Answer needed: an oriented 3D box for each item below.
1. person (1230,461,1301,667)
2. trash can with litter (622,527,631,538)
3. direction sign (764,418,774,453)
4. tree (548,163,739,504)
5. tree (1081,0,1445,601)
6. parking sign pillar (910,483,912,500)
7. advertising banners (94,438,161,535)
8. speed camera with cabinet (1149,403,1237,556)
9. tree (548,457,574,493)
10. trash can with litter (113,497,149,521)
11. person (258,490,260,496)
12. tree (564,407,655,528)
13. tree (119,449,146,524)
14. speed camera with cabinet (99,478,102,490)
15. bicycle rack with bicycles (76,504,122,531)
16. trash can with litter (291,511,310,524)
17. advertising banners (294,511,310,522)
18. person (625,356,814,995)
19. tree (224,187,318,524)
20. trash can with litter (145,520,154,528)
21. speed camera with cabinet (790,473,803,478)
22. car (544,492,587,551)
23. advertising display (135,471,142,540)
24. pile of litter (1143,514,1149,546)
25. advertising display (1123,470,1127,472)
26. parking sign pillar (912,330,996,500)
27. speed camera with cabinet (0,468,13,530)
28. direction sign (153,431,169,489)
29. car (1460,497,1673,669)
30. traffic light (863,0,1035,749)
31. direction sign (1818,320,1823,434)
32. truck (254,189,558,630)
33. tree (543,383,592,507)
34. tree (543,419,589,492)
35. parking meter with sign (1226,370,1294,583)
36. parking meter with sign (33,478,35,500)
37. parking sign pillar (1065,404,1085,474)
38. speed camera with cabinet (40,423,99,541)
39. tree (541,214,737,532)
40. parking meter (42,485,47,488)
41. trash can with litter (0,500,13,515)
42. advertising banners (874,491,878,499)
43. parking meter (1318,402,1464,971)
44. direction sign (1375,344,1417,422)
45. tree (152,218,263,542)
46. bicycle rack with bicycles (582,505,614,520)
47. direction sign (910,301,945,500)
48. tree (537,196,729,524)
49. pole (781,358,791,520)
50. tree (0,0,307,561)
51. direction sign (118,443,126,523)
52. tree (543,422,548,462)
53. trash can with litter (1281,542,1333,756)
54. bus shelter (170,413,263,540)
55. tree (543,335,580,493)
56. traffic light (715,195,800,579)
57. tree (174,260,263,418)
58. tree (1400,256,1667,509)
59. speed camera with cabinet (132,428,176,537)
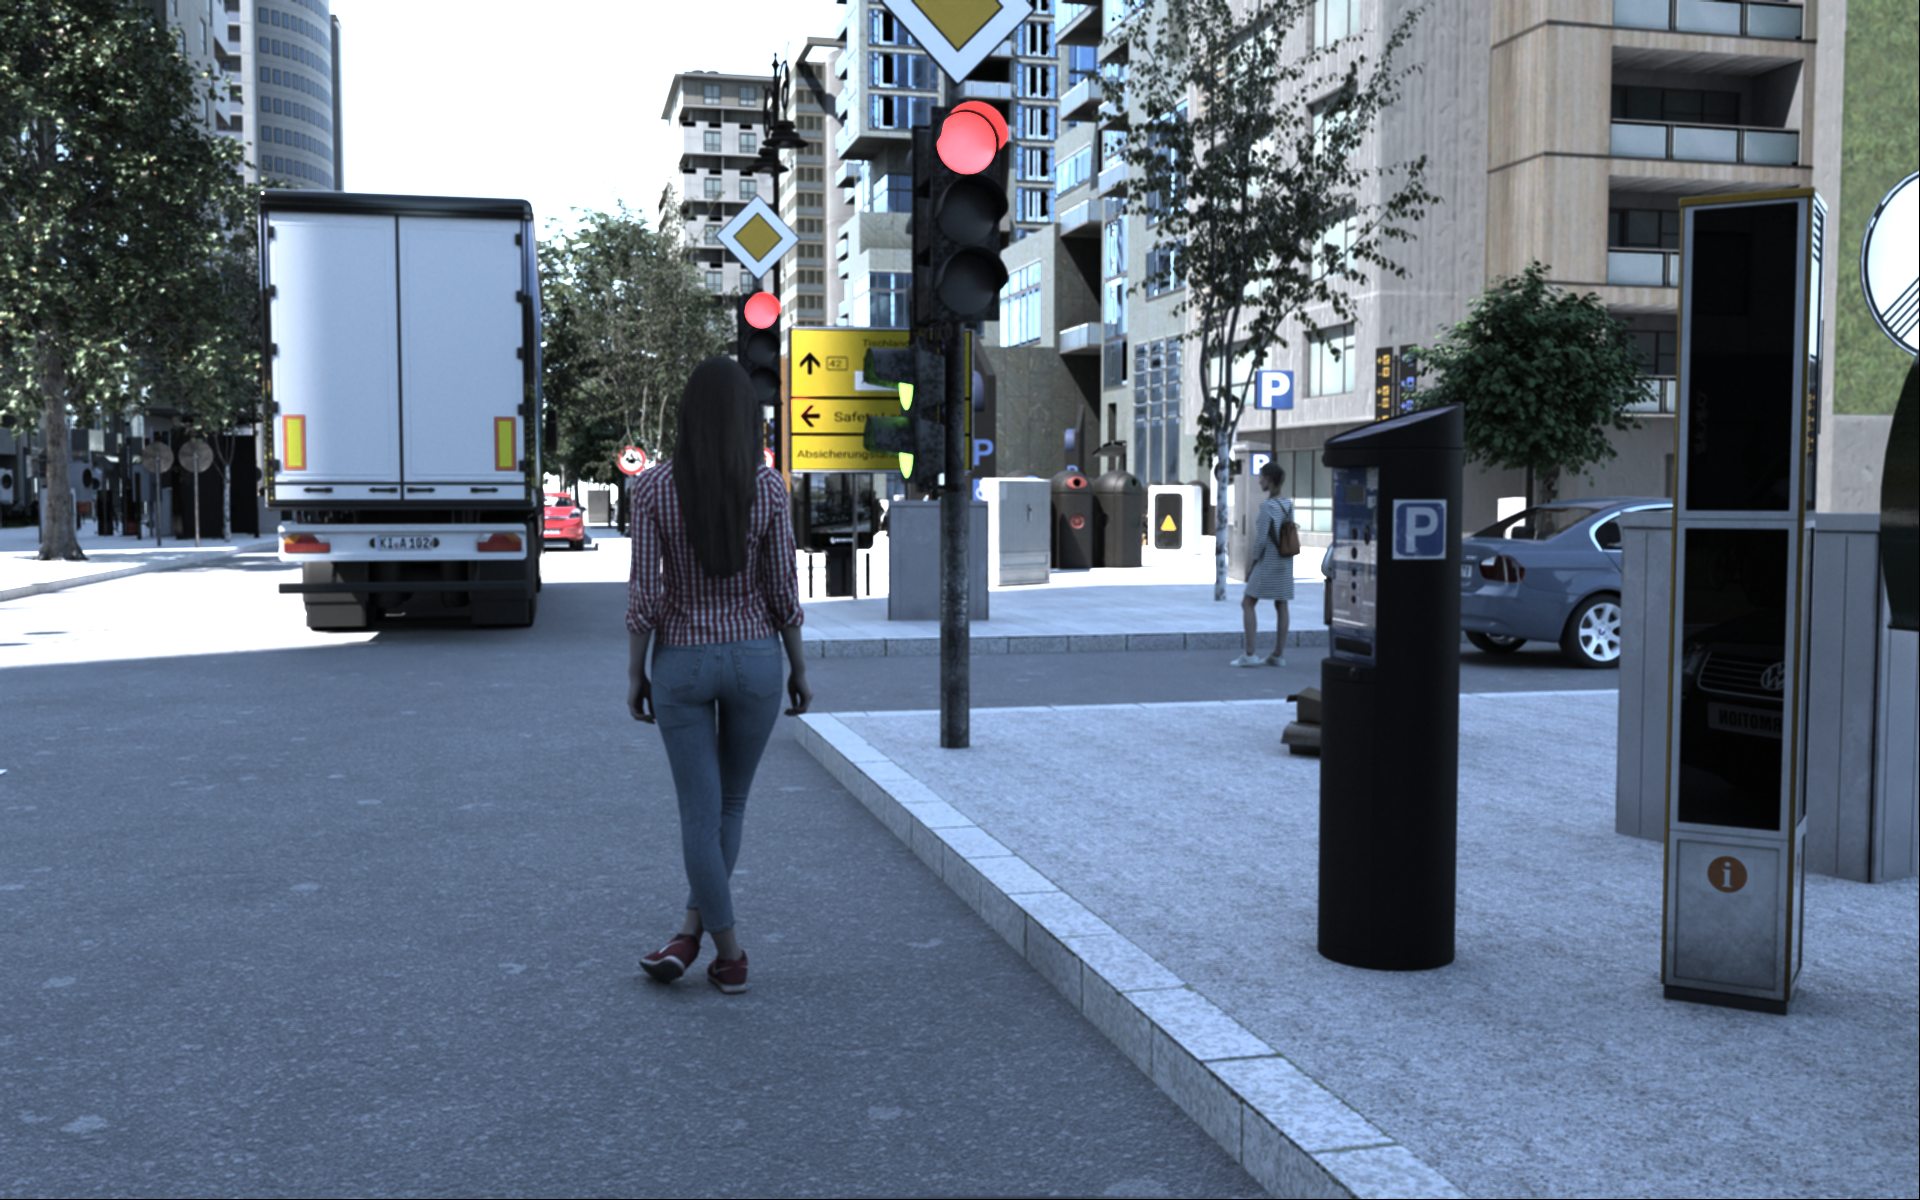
[{"bbox_3d":[2.596,-0.300,14.410,0.522,1.701,0.512,3,5,41],"label":"person"},{"bbox_3d":[-9.446,-2.443,51.322,1.055,1.170,0.624,-2,4,-32],"label":"trash can with litter"},{"bbox_3d":[-5.730,-3.664,51.899,0.379,3.537,0.876,-3,4,-37],"label":"direction sign"},{"bbox_3d":[-6.995,-5.433,39.189,4.360,8.622,3.978,0,3,0],"label":"tree"},{"bbox_3d":[3.375,-4.303,20.723,4.360,8.622,3.978,0,3,0],"label":"tree"},{"bbox_3d":[-1.411,-4.579,63.333,1.447,3.967,1.447,3,5,39],"label":"parking sign pillar"},{"bbox_3d":[-25.754,-3.514,53.640,2.074,3.025,0.090,0,4,-3],"label":"advertising banners"},{"bbox_3d":[4.942,-2.534,35.768,2.038,3.252,0.660,2,4,29],"label":"speed camera with cabinet"},{"bbox_3d":[-49.847,-16.299,216.850,4.737,8.622,4.395,0,3,0],"label":"tree"},{"bbox_3d":[-39.218,-4.321,81.714,2.233,1.210,1.678,2,4,23],"label":"trash can with litter"},{"bbox_3d":[-65.842,-9.426,162.625,0.705,1.823,1.348,-2,4,-30],"label":"person"},{"bbox_3d":[-13.266,-5.010,65.634,4.285,4.588,4.351,0,3,0],"label":"tree"},{"bbox_3d":[-35.329,-4.889,74.533,1.663,3.219,1.824,0,3,0],"label":"tree"},{"bbox_3d":[-39.166,-5.035,76.659,2.038,3.252,0.660,-3,5,-45],"label":"speed camera with cabinet"},{"bbox_3d":[-30.672,-2.910,60.965,2.852,0.926,2.925,-1,4,-15],"label":"bicycle rack with bicycles"},{"bbox_3d":[-28.345,-3.895,74.736,1.678,1.210,2.233,0,4,-3],"label":"trash can with litter"},{"bbox_3d":[-29.374,-4.938,76.919,0.090,3.025,2.074,-3,5,-42],"label":"advertising banners"},{"bbox_3d":[-0.688,0.214,5.012,0.555,1.821,0.388,-2,4,-26],"label":"person"},{"bbox_3d":[-26.602,-9.795,70.512,12.009,13.543,11.850,0,3,0],"label":"tree"},{"bbox_3d":[-30.460,-3.331,65.855,1.055,1.170,0.624,0,4,0],"label":"trash can with litter"},{"bbox_3d":[-5.993,-4.275,64.240,0.660,3.252,2.038,0,4,2],"label":"speed camera with cabinet"},{"bbox_3d":[-10.722,-2.185,44.761,2.155,1.783,4.494,-1,4,-15],"label":"car"},{"bbox_3d":[-23.238,-2.677,48.983,0.123,1.923,0.974,-2,4,-26],"label":"advertising display"},{"bbox_3d":[4.477,-1.784,43.139,1.176,0.858,1.719,0,4,0],"label":"pile of litter"},{"bbox_3d":[4.479,-2.586,47.490,0.123,1.923,0.974,1,4,10],"label":"advertising display"},{"bbox_3d":[0.180,-2.361,27.070,1.447,3.967,1.447,-1,4,-16],"label":"parking sign pillar"},{"bbox_3d":[-34.363,-4.087,61.160,0.660,3.252,2.038,0,4,7],"label":"speed camera with cabinet"},{"bbox_3d":[-28.911,-4.327,62.749,0.876,3.537,0.379,2,4,32],"label":"direction sign"},{"bbox_3d":[6.275,-0.198,15.246,4.499,1.417,2.014,-1,4,-14],"label":"car"},{"bbox_3d":[-0.045,-1.208,8.679,0.839,4.253,0.868,-1,4,-14],"label":"traffic light"},{"bbox_3d":[10.806,-1.864,22.472,0.876,3.537,0.379,-1,4,-21],"label":"direction sign"},{"bbox_3d":[-6.487,-2.002,21.644,2.839,4.237,11.283,-1,4,-13],"label":"truck"},{"bbox_3d":[-31.557,-13.224,141.969,9.928,11.665,9.643,0,3,0],"label":"tree"},{"bbox_3d":[-52.628,-19.041,228.319,9.611,12.733,9.660,0,3,0],"label":"tree"},{"bbox_3d":[4.312,-1.778,25.324,0.543,3.016,1.738,-1,4,-8],"label":"parking meter with sign"},{"bbox_3d":[-40.544,-4.974,77.586,1.738,3.016,0.543,-1,4,-23],"label":"parking meter with sign"},{"bbox_3d":[3.415,-3.851,51.441,1.447,3.967,1.447,1,4,11],"label":"parking sign pillar"},{"bbox_3d":[-24.714,-3.275,47.881,0.660,3.252,2.038,0,4,-3],"label":"speed camera with cabinet"},{"bbox_3d":[-11.526,-7.594,58.578,8.767,10.594,7.601,-1,4,-14],"label":"tree"},{"bbox_3d":[-25.852,-2.494,49.186,0.372,1.533,0.369,0,3,0],"label":"parking meter"},{"bbox_3d":[-39.183,-3.668,71.353,1.055,1.170,0.624,3,4,39],"label":"trash can with litter"},{"bbox_3d":[-4.233,-4.345,67.230,2.074,3.025,0.090,0,4,-5],"label":"advertising banners"},{"bbox_3d":[1.188,0.221,4.790,0.372,1.533,0.369,0,3,0],"label":"parking meter"},{"bbox_3d":[6.677,-2.117,26.610,0.379,3.537,0.876,-2,4,-28],"label":"direction sign"},{"bbox_3d":[-19.482,-5.845,45.932,4.360,8.622,3.978,0,3,0],"label":"tree"},{"bbox_3d":[-17.013,-4.336,84.281,2.925,0.926,2.852,-3,4,-37],"label":"bicycle rack with bicycles"},{"bbox_3d":[-0.287,-1.704,19.862,0.379,3.537,0.876,-3,5,-41],"label":"direction sign"},{"bbox_3d":[-14.433,-10.258,74.380,9.857,13.997,8.962,0,3,0],"label":"tree"},{"bbox_3d":[-2.654,-1.972,26.079,0.158,3.312,0.155,0,3,0],"label":"pole"},{"bbox_3d":[-17.503,-7.109,33.240,9.611,12.733,9.660,0,3,0],"label":"tree"},{"bbox_3d":[-37.545,-5.243,77.712,0.379,3.537,0.876,0,4,-6],"label":"direction sign"},{"bbox_3d":[-27.801,-10.611,123.857,4.360,8.622,3.978,0,3,0],"label":"tree"},{"bbox_3d":[2.060,0.163,8.724,0.624,1.170,1.055,2,4,34],"label":"trash can with litter"},{"bbox_3d":[-22.062,-3.703,51.823,1.731,3.624,6.357,-1,4,-14],"label":"bus shelter"},{"bbox_3d":[-43.849,-20.833,196.513,12.611,20.169,13.585,0,3,0],"label":"tree"},{"bbox_3d":[-1.931,-1.683,16.439,0.839,4.253,0.868,-1,4,-14],"label":"traffic light"},{"bbox_3d":[-23.715,-7.709,60.453,7.601,10.594,8.767,0,4,-7],"label":"tree"},{"bbox_3d":[7.911,-2.452,23.810,4.285,4.588,4.351,0,3,0],"label":"tree"},{"bbox_3d":[-24.175,-3.547,52.335,0.660,3.252,2.038,0,4,6],"label":"speed camera with cabinet"}]
